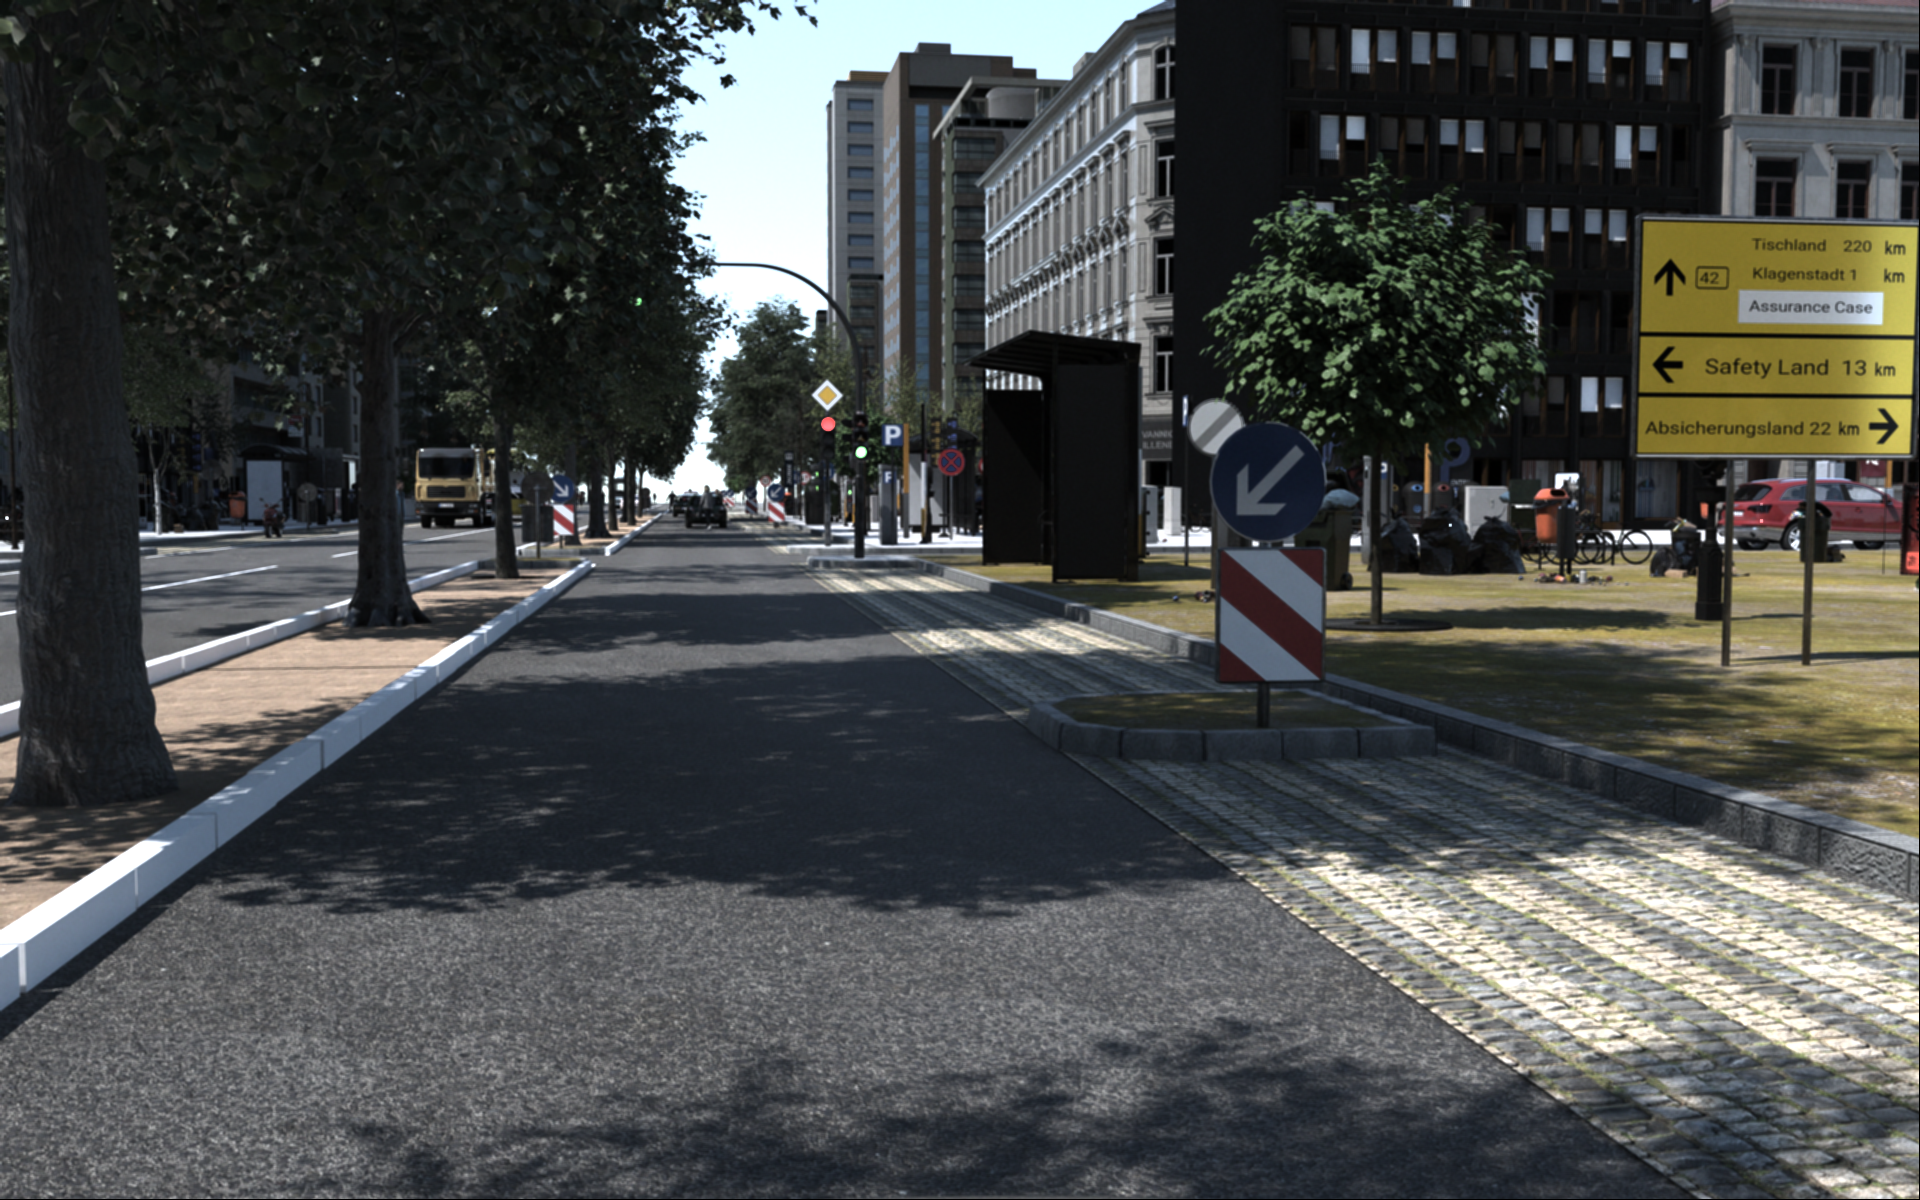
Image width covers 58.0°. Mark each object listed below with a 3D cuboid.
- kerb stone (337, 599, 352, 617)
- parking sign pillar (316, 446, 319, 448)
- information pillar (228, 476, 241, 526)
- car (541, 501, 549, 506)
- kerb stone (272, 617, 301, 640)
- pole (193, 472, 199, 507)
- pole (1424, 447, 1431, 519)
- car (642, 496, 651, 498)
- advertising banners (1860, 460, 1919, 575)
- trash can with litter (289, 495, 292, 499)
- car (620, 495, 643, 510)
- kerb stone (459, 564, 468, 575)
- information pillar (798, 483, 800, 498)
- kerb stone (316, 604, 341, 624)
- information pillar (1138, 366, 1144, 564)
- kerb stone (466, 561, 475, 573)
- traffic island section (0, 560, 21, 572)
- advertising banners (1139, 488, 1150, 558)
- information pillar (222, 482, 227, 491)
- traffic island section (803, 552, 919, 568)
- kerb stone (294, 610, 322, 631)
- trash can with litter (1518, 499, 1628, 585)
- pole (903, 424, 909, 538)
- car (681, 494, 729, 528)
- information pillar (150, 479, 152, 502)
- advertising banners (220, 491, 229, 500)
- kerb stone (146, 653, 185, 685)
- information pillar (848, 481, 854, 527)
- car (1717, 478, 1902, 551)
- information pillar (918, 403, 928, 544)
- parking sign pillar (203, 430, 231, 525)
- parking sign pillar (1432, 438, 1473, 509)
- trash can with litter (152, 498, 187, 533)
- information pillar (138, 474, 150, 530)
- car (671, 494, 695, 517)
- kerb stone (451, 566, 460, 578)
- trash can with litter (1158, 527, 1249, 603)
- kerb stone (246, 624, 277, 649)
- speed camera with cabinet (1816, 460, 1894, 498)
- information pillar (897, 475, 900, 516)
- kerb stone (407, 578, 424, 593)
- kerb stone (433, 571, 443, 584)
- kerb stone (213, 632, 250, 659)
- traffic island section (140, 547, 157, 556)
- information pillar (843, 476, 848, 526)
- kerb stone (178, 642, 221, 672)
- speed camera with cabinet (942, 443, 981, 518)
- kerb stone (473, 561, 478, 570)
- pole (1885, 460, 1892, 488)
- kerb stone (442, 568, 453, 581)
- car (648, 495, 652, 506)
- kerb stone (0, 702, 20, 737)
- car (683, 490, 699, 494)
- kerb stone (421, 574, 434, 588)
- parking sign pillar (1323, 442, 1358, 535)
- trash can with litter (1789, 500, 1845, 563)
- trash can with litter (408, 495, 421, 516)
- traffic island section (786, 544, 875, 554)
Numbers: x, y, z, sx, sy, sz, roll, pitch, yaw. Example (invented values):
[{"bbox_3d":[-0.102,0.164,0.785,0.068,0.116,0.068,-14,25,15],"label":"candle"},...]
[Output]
[{"bbox_3d":[-7.252,0.115,20.345,0.120,0.150,1.000,-1,4,-9],"label":"kerb stone"},{"bbox_3d":[-35.905,-6.630,96.867,1.447,3.967,1.447,-2,4,-35],"label":"parking sign pillar"},{"bbox_3d":[-29.482,-4.035,70.469,0.304,2.012,0.304,2,4,30],"label":"information pillar"},{"bbox_3d":[-29.711,-6.841,120.895,2.155,1.783,4.494,-1,4,-8],"label":"car"},{"bbox_3d":[-6.787,0.302,17.314,0.120,0.150,1.000,-1,4,-9],"label":"kerb stone"},{"bbox_3d":[-29.071,-4.405,65.863,0.158,3.312,0.155,0,3,0],"label":"pole"},{"bbox_3d":[14.542,-3.670,53.840,0.158,3.312,0.155,0,3,0],"label":"pole"},{"bbox_3d":[-36.828,-11.695,200.259,2.155,1.783,4.494,0,4,-8],"label":"car"},{"bbox_3d":[15.119,-1.897,27.209,2.074,3.025,0.090,3,5,43],"label":"advertising banners"},{"bbox_3d":[-40.984,-5.864,106.925,1.678,1.210,2.233,1,4,16],"label":"trash can with litter"},{"bbox_3d":[-29.211,-8.681,154.290,2.083,1.381,4.827,0,4,-7],"label":"car"},{"bbox_3d":[-8.831,-0.506,30.471,0.120,0.150,1.000,-1,4,-9],"label":"kerb stone"},{"bbox_3d":[-10.786,-6.876,116.912,0.304,2.012,0.304,-1,4,-16],"label":"information pillar"},{"bbox_3d":[-7.105,0.175,19.333,0.120,0.150,1.000,-1,4,-9],"label":"kerb stone"},{"bbox_3d":[3.177,-2.489,32.044,0.183,3.616,0.504,-3,5,-40],"label":"information pillar"},{"bbox_3d":[-8.987,-0.568,31.486,0.120,0.150,1.000,-1,4,-9],"label":"kerb stone"},{"bbox_3d":[-18.642,-0.600,32.092,2.009,0.180,2.903,-1,4,-9],"label":"traffic island section"},{"bbox_3d":[3.058,-2.315,34.039,0.090,3.025,2.074,3,5,45],"label":"advertising banners"},{"bbox_3d":[-46.237,-6.396,109.061,0.304,2.012,0.304,2,4,25],"label":"information pillar"},{"bbox_3d":[-1.998,-0.757,34.660,2.009,0.180,2.903,-1,4,-9],"label":"traffic island section"},{"bbox_3d":[-6.947,0.237,18.323,0.120,0.150,1.000,-1,4,-9],"label":"kerb stone"},{"bbox_3d":[9.121,-0.884,25.512,1.678,1.210,2.233,2,4,31],"label":"trash can with litter"},{"bbox_3d":[-1.557,-3.444,50.145,0.158,3.312,0.155,0,3,0],"label":"pole"},{"bbox_3d":[-10.885,-3.931,74.063,2.009,1.686,4.222,-1,4,-10],"label":"car"},{"bbox_3d":[-39.256,-4.842,83.661,0.304,2.012,0.304,-3,5,-43],"label":"information pillar"},{"bbox_3d":[-40.228,-6.006,94.385,0.090,3.025,2.074,3,5,41],"label":"advertising banners"},{"bbox_3d":[-6.160,0.547,13.252,0.120,0.150,1.000,-1,4,-9],"label":"kerb stone"},{"bbox_3d":[-4.081,-4.639,67.204,0.183,3.616,0.504,1,4,11],"label":"information pillar"},{"bbox_3d":[21.246,-2.051,42.208,5.304,1.827,2.281,-1,4,-9],"label":"car"},{"bbox_3d":[-0.932,-3.277,44.941,0.183,3.616,0.504,0,4,6],"label":"information pillar"},{"bbox_3d":[-31.200,-5.124,72.244,1.447,3.967,1.447,-2,4,-30],"label":"parking sign pillar"},{"bbox_3d":[16.653,-4.285,58.524,1.447,3.967,1.447,-1,4,-13],"label":"parking sign pillar"},{"bbox_3d":[-26.004,-2.788,56.964,1.055,1.170,0.624,-1,4,-20],"label":"trash can with litter"},{"bbox_3d":[-29.656,-3.560,62.694,0.304,2.012,0.304,3,5,44],"label":"information pillar"},{"bbox_3d":[-17.196,-6.074,109.103,2.009,1.686,4.222,0,4,-8],"label":"car"},{"bbox_3d":[-8.670,-0.441,29.459,0.120,0.150,1.000,-1,4,-9],"label":"kerb stone"},{"bbox_3d":[3.385,-0.602,20.896,1.678,1.210,2.233,0,4,-2],"label":"trash can with litter"},{"bbox_3d":[-6.633,0.363,16.303,0.120,0.150,1.000,-1,4,-9],"label":"kerb stone"},{"bbox_3d":[24.612,-3.269,47.779,0.660,3.252,2.038,-2,4,-34],"label":"speed camera with cabinet"},{"bbox_3d":[-3.572,-6.602,99.296,0.183,3.616,0.504,-1,4,-20],"label":"information pillar"},{"bbox_3d":[-8.044,-0.191,25.409,0.120,0.150,1.000,-1,4,-9],"label":"kerb stone"},{"bbox_3d":[-8.360,-0.320,27.434,0.120,0.150,1.000,-1,4,-9],"label":"kerb stone"},{"bbox_3d":[-6.479,0.424,15.285,0.120,0.150,1.000,-1,4,-9],"label":"kerb stone"},{"bbox_3d":[-19.866,-1.083,39.983,2.009,0.180,2.903,-1,4,-9],"label":"traffic island section"},{"bbox_3d":[-4.501,-4.720,68.530,0.183,3.616,0.504,-1,4,-10],"label":"information pillar"},{"bbox_3d":[-6.309,0.485,14.271,0.120,0.150,1.000,-1,4,-9],"label":"kerb stone"},{"bbox_3d":[-0.164,-4.507,68.029,2.038,3.252,0.660,-2,4,-27],"label":"speed camera with cabinet"},{"bbox_3d":[-9.150,-0.630,32.503,0.120,0.150,1.000,-1,4,-9],"label":"kerb stone"},{"bbox_3d":[28.712,-3.653,53.574,0.158,3.312,0.155,0,3,0],"label":"pole"},{"bbox_3d":[-8.508,-0.381,28.446,0.120,0.150,1.000,-1,4,-9],"label":"kerb stone"},{"bbox_3d":[-38.713,-12.256,212.386,2.014,1.417,4.499,-1,4,-10],"label":"car"},{"bbox_3d":[-5.688,0.733,10.218,0.120,0.150,1.000,-1,4,-9],"label":"kerb stone"},{"bbox_3d":[-28.291,-10.607,182.104,2.281,1.827,5.304,-1,4,-9],"label":"car"},{"bbox_3d":[-8.196,-0.258,26.419,0.120,0.150,1.000,-1,4,-9],"label":"kerb stone"},{"bbox_3d":[11.780,-4.031,54.378,1.447,3.967,1.447,0,4,-3],"label":"parking sign pillar"},{"bbox_3d":[16.168,-1.298,32.615,1.055,1.170,0.624,-2,4,-34],"label":"trash can with litter"},{"bbox_3d":[-32.179,-5.467,100.446,2.233,1.210,1.678,-2,4,-33],"label":"trash can with litter"},{"bbox_3d":[-3.223,-1.240,42.551,2.009,0.180,2.903,-1,4,-9],"label":"traffic island section"}]
